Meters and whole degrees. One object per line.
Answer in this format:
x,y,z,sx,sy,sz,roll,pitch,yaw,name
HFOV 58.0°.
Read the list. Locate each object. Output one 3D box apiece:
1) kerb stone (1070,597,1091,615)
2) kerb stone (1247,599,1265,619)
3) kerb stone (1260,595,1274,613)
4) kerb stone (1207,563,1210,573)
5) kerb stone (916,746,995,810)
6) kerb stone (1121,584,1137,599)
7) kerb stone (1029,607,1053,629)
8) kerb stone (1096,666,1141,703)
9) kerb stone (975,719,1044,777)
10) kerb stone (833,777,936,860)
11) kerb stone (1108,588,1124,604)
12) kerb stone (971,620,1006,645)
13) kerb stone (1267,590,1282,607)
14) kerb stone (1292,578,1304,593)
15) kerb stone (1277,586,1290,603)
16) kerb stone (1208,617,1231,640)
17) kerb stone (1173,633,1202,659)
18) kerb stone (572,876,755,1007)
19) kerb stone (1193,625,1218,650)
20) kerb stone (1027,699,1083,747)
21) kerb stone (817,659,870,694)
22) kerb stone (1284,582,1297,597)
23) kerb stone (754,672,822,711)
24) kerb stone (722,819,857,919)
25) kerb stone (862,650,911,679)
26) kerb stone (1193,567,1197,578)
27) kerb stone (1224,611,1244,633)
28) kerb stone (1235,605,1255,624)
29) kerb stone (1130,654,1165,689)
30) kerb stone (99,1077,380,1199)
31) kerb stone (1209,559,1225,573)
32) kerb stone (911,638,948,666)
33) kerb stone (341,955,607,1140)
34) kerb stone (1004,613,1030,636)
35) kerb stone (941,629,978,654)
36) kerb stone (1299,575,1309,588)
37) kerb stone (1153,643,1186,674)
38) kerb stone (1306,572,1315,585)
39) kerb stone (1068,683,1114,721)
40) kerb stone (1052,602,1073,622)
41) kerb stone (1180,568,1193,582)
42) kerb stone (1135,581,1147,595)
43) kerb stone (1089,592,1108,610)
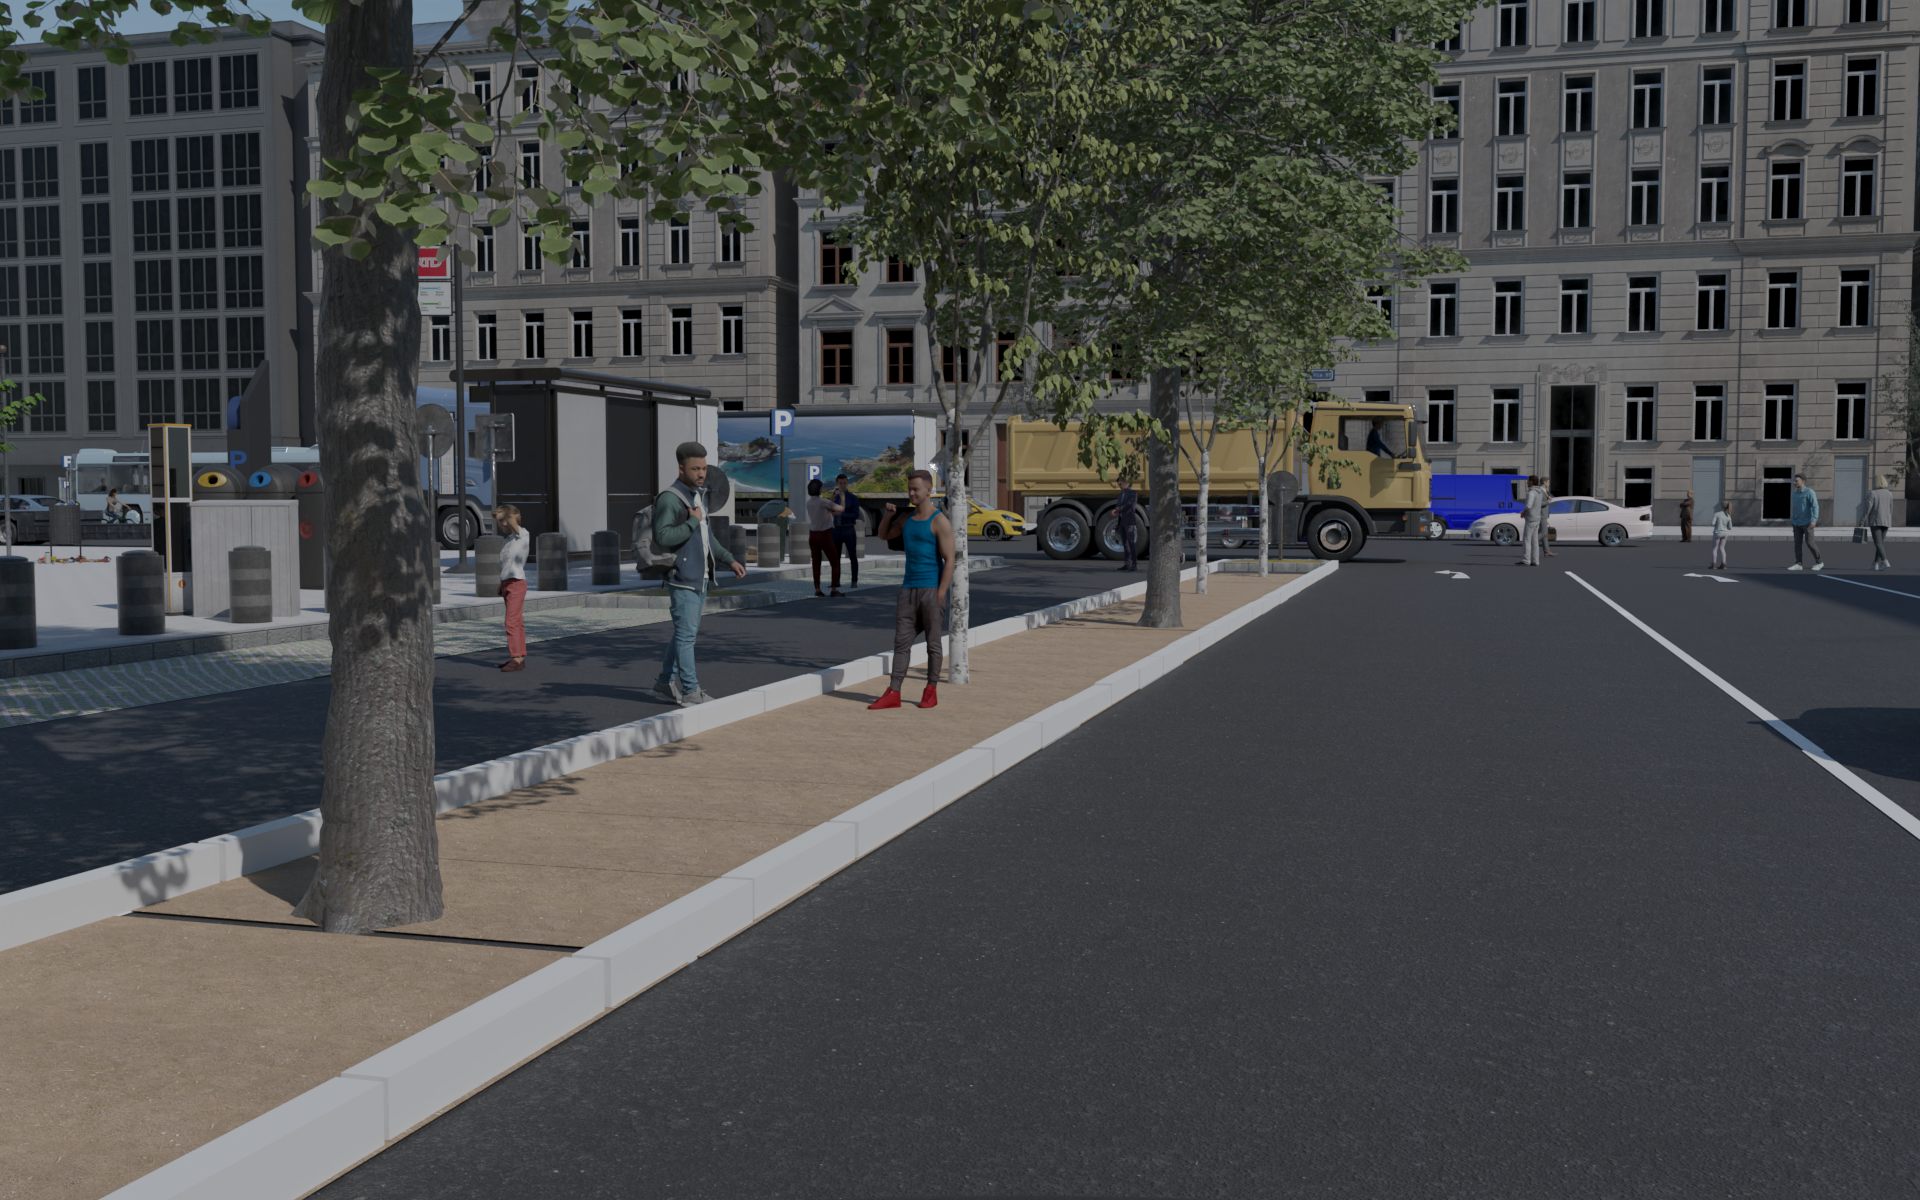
1.374,0.095,20.695,0.120,0.150,1.000,1,4,16,kerb stone
3.398,0.126,20.129,0.120,0.150,1.000,1,4,16,kerb stone
3.688,0.072,21.116,0.120,0.150,1.000,1,4,16,kerb stone
4.247,-0.514,30.600,0.120,0.150,1.000,1,4,16,kerb stone
-0.035,0.858,8.263,0.120,0.150,1.000,1,4,16,kerb stone
2.236,-0.090,23.662,0.120,0.150,1.000,1,4,16,kerb stone
0.810,0.213,18.710,0.120,0.150,1.000,1,4,16,kerb stone
1.110,0.610,12.222,0.120,0.150,1.000,1,4,16,kerb stone
0.258,0.791,9.257,0.120,0.150,1.000,1,4,16,kerb stone
-0.317,0.912,7.276,0.120,0.150,1.000,1,4,16,kerb stone
1.956,-0.025,22.675,0.120,0.150,1.000,1,4,16,kerb stone
0.234,0.334,16.742,0.120,0.150,1.000,1,4,16,kerb stone
3.971,0.006,22.102,0.120,0.150,1.000,1,4,16,kerb stone
4.830,-0.175,25.068,0.120,0.150,1.000,1,4,16,kerb stone
4.262,-0.053,23.085,0.120,0.150,1.000,1,4,16,kerb stone
2.541,0.308,17.163,0.120,0.150,1.000,1,4,16,kerb stone
1.965,0.429,15.189,0.120,0.150,1.000,1,4,16,kerb stone
-0.885,1.034,5.292,0.120,0.150,1.000,1,4,16,kerb stone
2.256,0.370,16.172,0.120,0.150,1.000,1,4,16,kerb stone
0.546,0.731,10.241,0.120,0.150,1.000,1,4,16,kerb stone
-0.904,0.579,12.797,0.120,0.150,1.000,1,4,16,kerb stone
4.541,-0.115,24.079,0.120,0.150,1.000,1,4,16,kerb stone
-1.189,0.636,11.812,0.120,0.150,1.000,1,4,16,kerb stone
-0.606,0.974,6.286,0.120,0.150,1.000,1,4,16,kerb stone
-0.622,0.514,13.787,0.120,0.150,1.000,1,4,16,kerb stone
3.956,-0.453,29.604,0.120,0.150,1.000,1,4,16,kerb stone
2.825,0.248,18.148,0.120,0.150,1.000,1,4,16,kerb stone
3.110,0.187,19.145,0.120,0.150,1.000,1,4,16,kerb stone
1.405,0.550,13.204,0.120,0.150,1.000,1,4,16,kerb stone
-1.454,1.155,3.319,0.120,0.150,1.000,1,4,16,kerb stone
4.811,-0.635,32.578,0.120,0.150,1.000,1,4,16,kerb stone
-0.324,0.458,14.768,0.120,0.150,1.000,1,4,16,kerb stone
-1.176,1.094,4.306,0.120,0.150,1.000,1,4,16,kerb stone
0.515,0.273,17.728,0.120,0.150,1.000,1,4,16,kerb stone
-0.054,0.397,15.758,0.120,0.150,1.000,1,4,16,kerb stone
5.107,-0.233,26.058,0.120,0.150,1.000,1,4,16,kerb stone
1.693,0.489,14.200,0.120,0.150,1.000,1,4,16,kerb stone
5.399,-0.297,27.048,0.120,0.150,1.000,1,4,16,kerb stone
0.826,0.683,11.238,0.120,0.150,1.000,1,4,16,kerb stone
1.093,0.157,19.696,0.120,0.150,1.000,1,4,16,kerb stone
3.664,-0.392,28.605,0.120,0.150,1.000,1,4,16,kerb stone
2.523,-0.150,24.650,0.120,0.150,1.000,1,4,16,kerb stone
1.670,0.031,21.681,0.120,0.150,1.000,1,4,16,kerb stone
